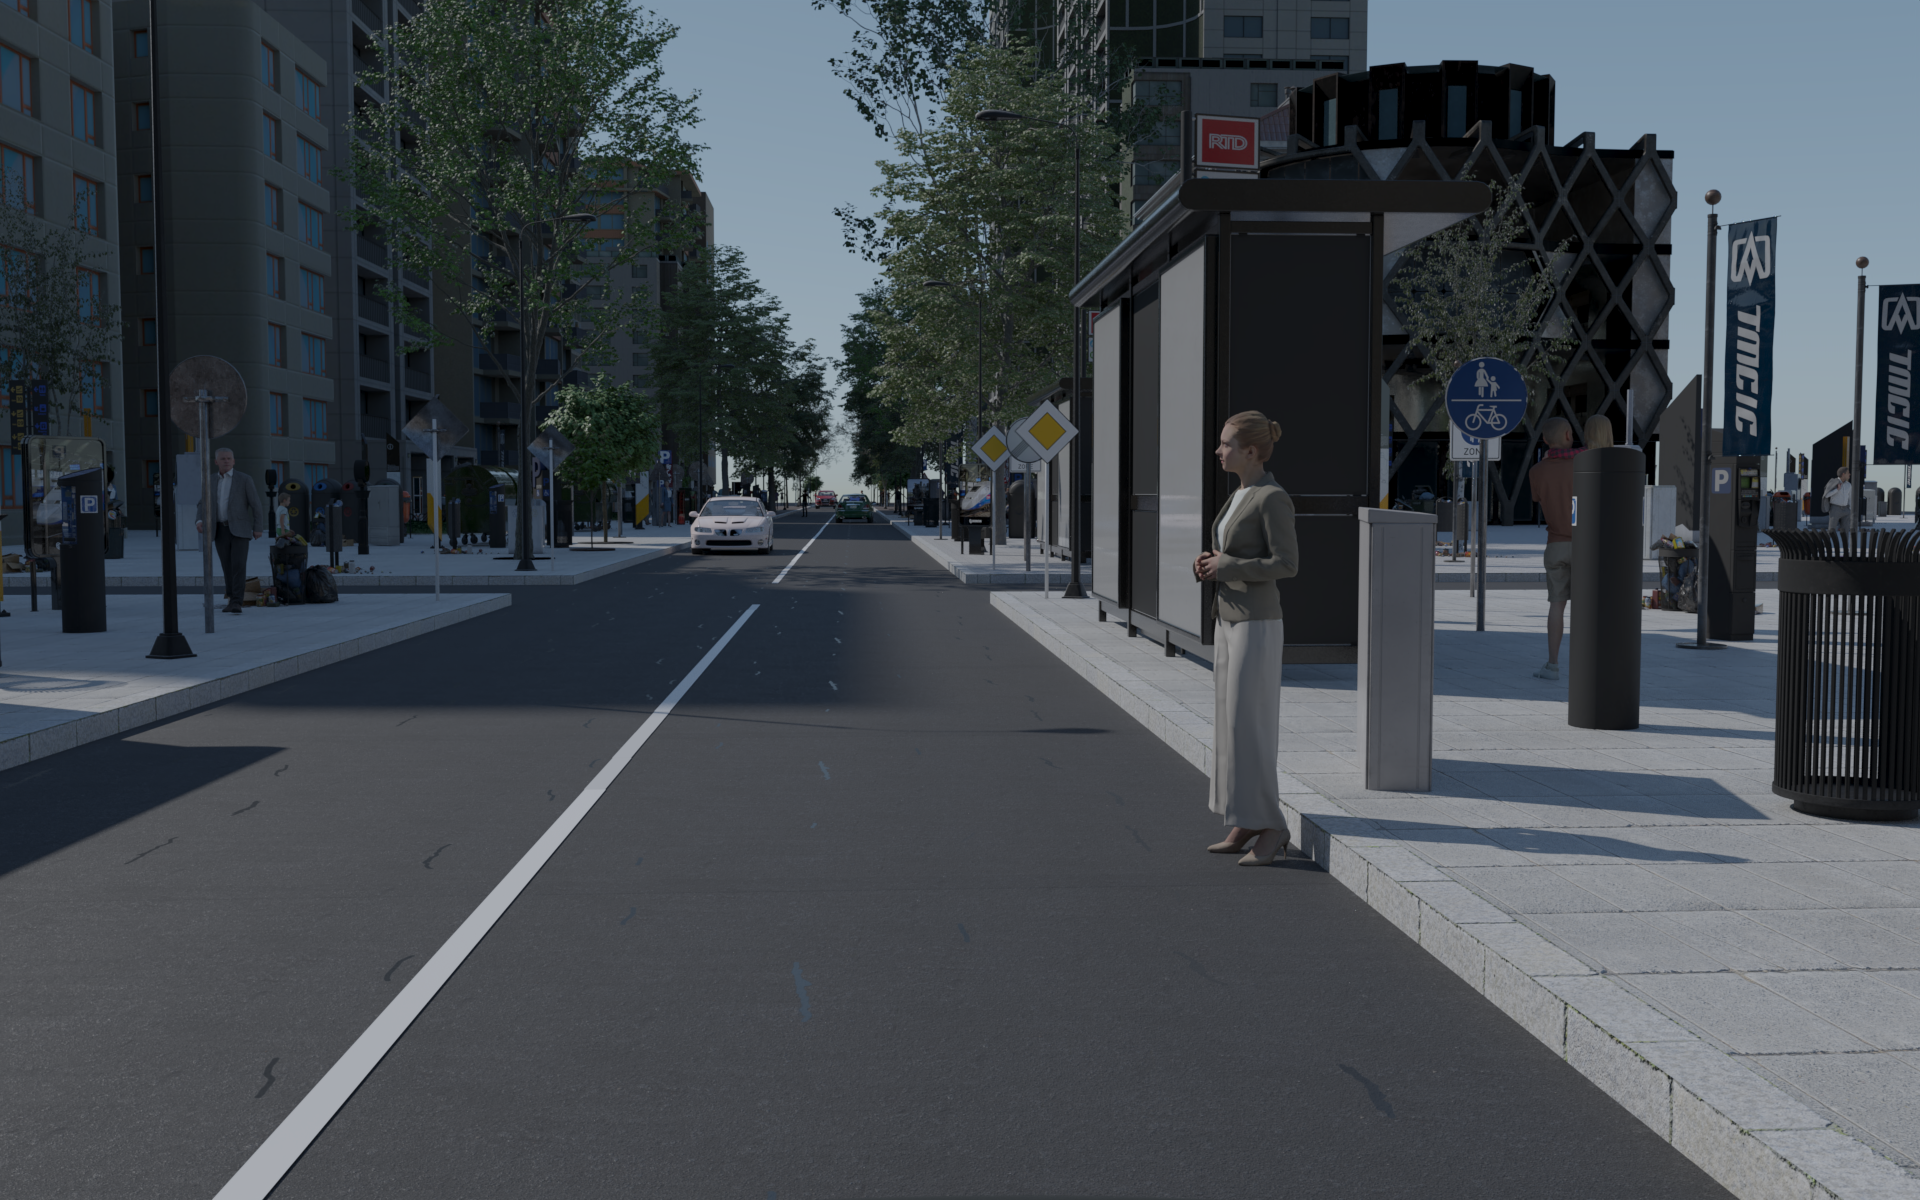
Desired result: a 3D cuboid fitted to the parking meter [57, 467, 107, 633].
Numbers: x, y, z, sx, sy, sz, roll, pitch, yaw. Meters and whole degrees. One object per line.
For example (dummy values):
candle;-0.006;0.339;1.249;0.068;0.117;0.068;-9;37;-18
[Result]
parking meter;-8.151;-0.469;16.081;0.372;1.533;0.369;0;3;0

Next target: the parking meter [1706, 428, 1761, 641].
parking meter;6.786;-0.581;15.213;0.255;1.863;0.399;-1;4;-20

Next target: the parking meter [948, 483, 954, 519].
parking meter;-0.476;-5.104;89.160;0.255;1.863;0.399;1;4;17

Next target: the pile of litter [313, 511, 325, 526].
pile of litter;-15.474;-1.759;42.720;1.176;0.858;1.719;0;4;0

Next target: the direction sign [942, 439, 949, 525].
direction sign;-0.600;-4.826;70.905;0.379;3.537;0.876;0;4;-5

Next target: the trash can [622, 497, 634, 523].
trash can;-14.721;-3.992;76.915;0.748;1.137;0.748;0;3;0

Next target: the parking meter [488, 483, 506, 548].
parking meter;-11.023;-2.009;41.265;0.372;1.533;0.369;0;3;0

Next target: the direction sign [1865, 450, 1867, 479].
direction sign;45.966;-5.917;88.739;0.379;3.537;0.876;-3;5;-39

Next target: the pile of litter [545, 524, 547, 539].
pile of litter;-12.171;-2.122;48.657;1.176;0.858;1.719;1;4;20

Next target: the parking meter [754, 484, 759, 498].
parking meter;-12.139;-5.945;102.911;0.399;1.863;0.255;-1;4;-21

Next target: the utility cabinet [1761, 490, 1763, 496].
utility cabinet;37.681;-4.516;82.512;0.318;1.500;1.173;-1;4;-19

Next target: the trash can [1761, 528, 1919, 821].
trash can;3.621;0.286;6.973;0.748;1.137;0.748;0;3;0

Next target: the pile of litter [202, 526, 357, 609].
pile of litter;-8.005;-0.379;20.162;1.719;0.858;1.176;-3;5;-44

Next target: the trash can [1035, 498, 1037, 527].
trash can;2.452;-3.111;62.520;0.748;1.137;0.748;0;3;0

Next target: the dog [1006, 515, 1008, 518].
dog;2.365;-4.334;88.595;0.748;0.427;0.550;3;5;41

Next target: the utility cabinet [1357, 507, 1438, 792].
utility cabinet;1.995;0.197;7.937;0.306;1.237;1.020;1;4;11

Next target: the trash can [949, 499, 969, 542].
trash can;0.066;-2.154;46.870;0.748;1.137;0.748;0;3;0

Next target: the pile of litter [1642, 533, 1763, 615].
pile of litter;8.104;-0.316;19.139;1.176;0.858;1.719;0;4;-6

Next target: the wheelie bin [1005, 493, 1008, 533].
wheelie bin;1.098;-2.889;55.137;0.980;1.594;0.693;3;4;39

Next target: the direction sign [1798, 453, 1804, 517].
direction sign;46.814;-6.388;96.435;0.379;3.537;0.876;1;4;9

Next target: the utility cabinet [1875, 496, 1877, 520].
utility cabinet;44.942;-4.575;85.959;0.306;1.237;1.020;-2;4;-30

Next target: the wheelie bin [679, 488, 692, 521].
wheelie bin;-13.222;-4.606;83.215;0.980;1.594;0.693;-1;4;-22

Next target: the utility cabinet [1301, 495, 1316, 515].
utility cabinet;8.672;-2.010;41.546;0.318;1.500;1.173;-2;4;-28

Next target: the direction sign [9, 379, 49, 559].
direction sign;-18.436;-2.592;34.375;0.876;3.537;0.379;1;4;14

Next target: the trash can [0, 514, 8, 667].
trash can;-7.072;-0.029;12.123;0.748;1.137;0.748;0;3;0

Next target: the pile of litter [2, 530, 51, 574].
pile of litter;-15.526;-0.898;28.653;1.176;0.858;1.719;1;4;13

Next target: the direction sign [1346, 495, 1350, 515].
direction sign;7.297;-2.478;32.510;0.876;3.537;0.379;1;4;21

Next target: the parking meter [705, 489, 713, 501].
parking meter;-12.936;-4.949;89.325;0.372;1.533;0.369;0;3;0

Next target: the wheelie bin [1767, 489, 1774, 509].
wheelie bin;47.403;-5.711;101.288;0.693;1.594;0.980;2;4;25

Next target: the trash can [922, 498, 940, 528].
trash can;-1.106;-3.349;66.411;0.748;1.137;0.748;0;3;0

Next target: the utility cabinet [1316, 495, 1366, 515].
utility cabinet;8.415;-1.776;37.715;1.173;1.500;0.318;3;4;39

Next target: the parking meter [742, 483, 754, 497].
parking meter;-11.453;-5.333;92.901;0.399;1.863;0.255;2;4;29

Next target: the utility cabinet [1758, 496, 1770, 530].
utility cabinet;27.697;-3.016;60.472;0.306;1.237;1.020;-3;5;-43

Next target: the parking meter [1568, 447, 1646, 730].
parking meter;3.560;-0.069;9.538;0.372;1.533;0.369;0;3;0

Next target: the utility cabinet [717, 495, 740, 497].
utility cabinet;-10.291;-4.028;77.015;1.020;1.237;0.306;0;4;-5

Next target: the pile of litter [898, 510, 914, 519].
pile of litter;-2.443;-4.860;93.429;1.719;0.858;1.176;1;4;19

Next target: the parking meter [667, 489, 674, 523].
parking meter;-12.946;-4.201;77.098;0.372;1.533;0.369;0;3;0

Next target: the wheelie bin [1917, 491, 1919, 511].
wheelie bin;41.245;-4.028;73.773;0.693;1.594;0.980;-3;4;-39

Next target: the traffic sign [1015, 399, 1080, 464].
traffic sign;1.085;-1.163;21.202;0.795;2.593;0.064;0;4;-4

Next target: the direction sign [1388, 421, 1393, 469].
direction sign;12.950;-3.748;53.280;0.876;3.537;0.379;-2;4;-29

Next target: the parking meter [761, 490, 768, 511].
parking meter;-11.446;-5.689;101.433;0.372;1.533;0.369;0;3;0

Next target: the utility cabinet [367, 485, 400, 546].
utility cabinet;-14.316;-2.098;42.976;0.318;1.500;1.173;-3;5;-42

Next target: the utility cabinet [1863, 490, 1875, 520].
utility cabinet;44.037;-4.621;84.226;1.173;1.500;0.318;-2;4;-32

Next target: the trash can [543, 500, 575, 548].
trash can;-9.559;-1.814;41.313;0.748;1.137;0.748;0;3;0

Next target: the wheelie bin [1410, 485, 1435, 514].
wheelie bin;16.946;-3.397;63.441;0.693;1.594;0.980;-3;4;-37

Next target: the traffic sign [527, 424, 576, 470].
traffic sign;-6.788;-1.624;28.738;0.795;2.593;0.064;0;4;-4

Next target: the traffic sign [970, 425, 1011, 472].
traffic sign;0.593;-1.650;29.172;0.795;2.593;0.064;0;4;-4

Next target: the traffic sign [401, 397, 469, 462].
traffic sign;-6.296;-1.136;20.768;0.795;2.593;0.064;0;4;-4
